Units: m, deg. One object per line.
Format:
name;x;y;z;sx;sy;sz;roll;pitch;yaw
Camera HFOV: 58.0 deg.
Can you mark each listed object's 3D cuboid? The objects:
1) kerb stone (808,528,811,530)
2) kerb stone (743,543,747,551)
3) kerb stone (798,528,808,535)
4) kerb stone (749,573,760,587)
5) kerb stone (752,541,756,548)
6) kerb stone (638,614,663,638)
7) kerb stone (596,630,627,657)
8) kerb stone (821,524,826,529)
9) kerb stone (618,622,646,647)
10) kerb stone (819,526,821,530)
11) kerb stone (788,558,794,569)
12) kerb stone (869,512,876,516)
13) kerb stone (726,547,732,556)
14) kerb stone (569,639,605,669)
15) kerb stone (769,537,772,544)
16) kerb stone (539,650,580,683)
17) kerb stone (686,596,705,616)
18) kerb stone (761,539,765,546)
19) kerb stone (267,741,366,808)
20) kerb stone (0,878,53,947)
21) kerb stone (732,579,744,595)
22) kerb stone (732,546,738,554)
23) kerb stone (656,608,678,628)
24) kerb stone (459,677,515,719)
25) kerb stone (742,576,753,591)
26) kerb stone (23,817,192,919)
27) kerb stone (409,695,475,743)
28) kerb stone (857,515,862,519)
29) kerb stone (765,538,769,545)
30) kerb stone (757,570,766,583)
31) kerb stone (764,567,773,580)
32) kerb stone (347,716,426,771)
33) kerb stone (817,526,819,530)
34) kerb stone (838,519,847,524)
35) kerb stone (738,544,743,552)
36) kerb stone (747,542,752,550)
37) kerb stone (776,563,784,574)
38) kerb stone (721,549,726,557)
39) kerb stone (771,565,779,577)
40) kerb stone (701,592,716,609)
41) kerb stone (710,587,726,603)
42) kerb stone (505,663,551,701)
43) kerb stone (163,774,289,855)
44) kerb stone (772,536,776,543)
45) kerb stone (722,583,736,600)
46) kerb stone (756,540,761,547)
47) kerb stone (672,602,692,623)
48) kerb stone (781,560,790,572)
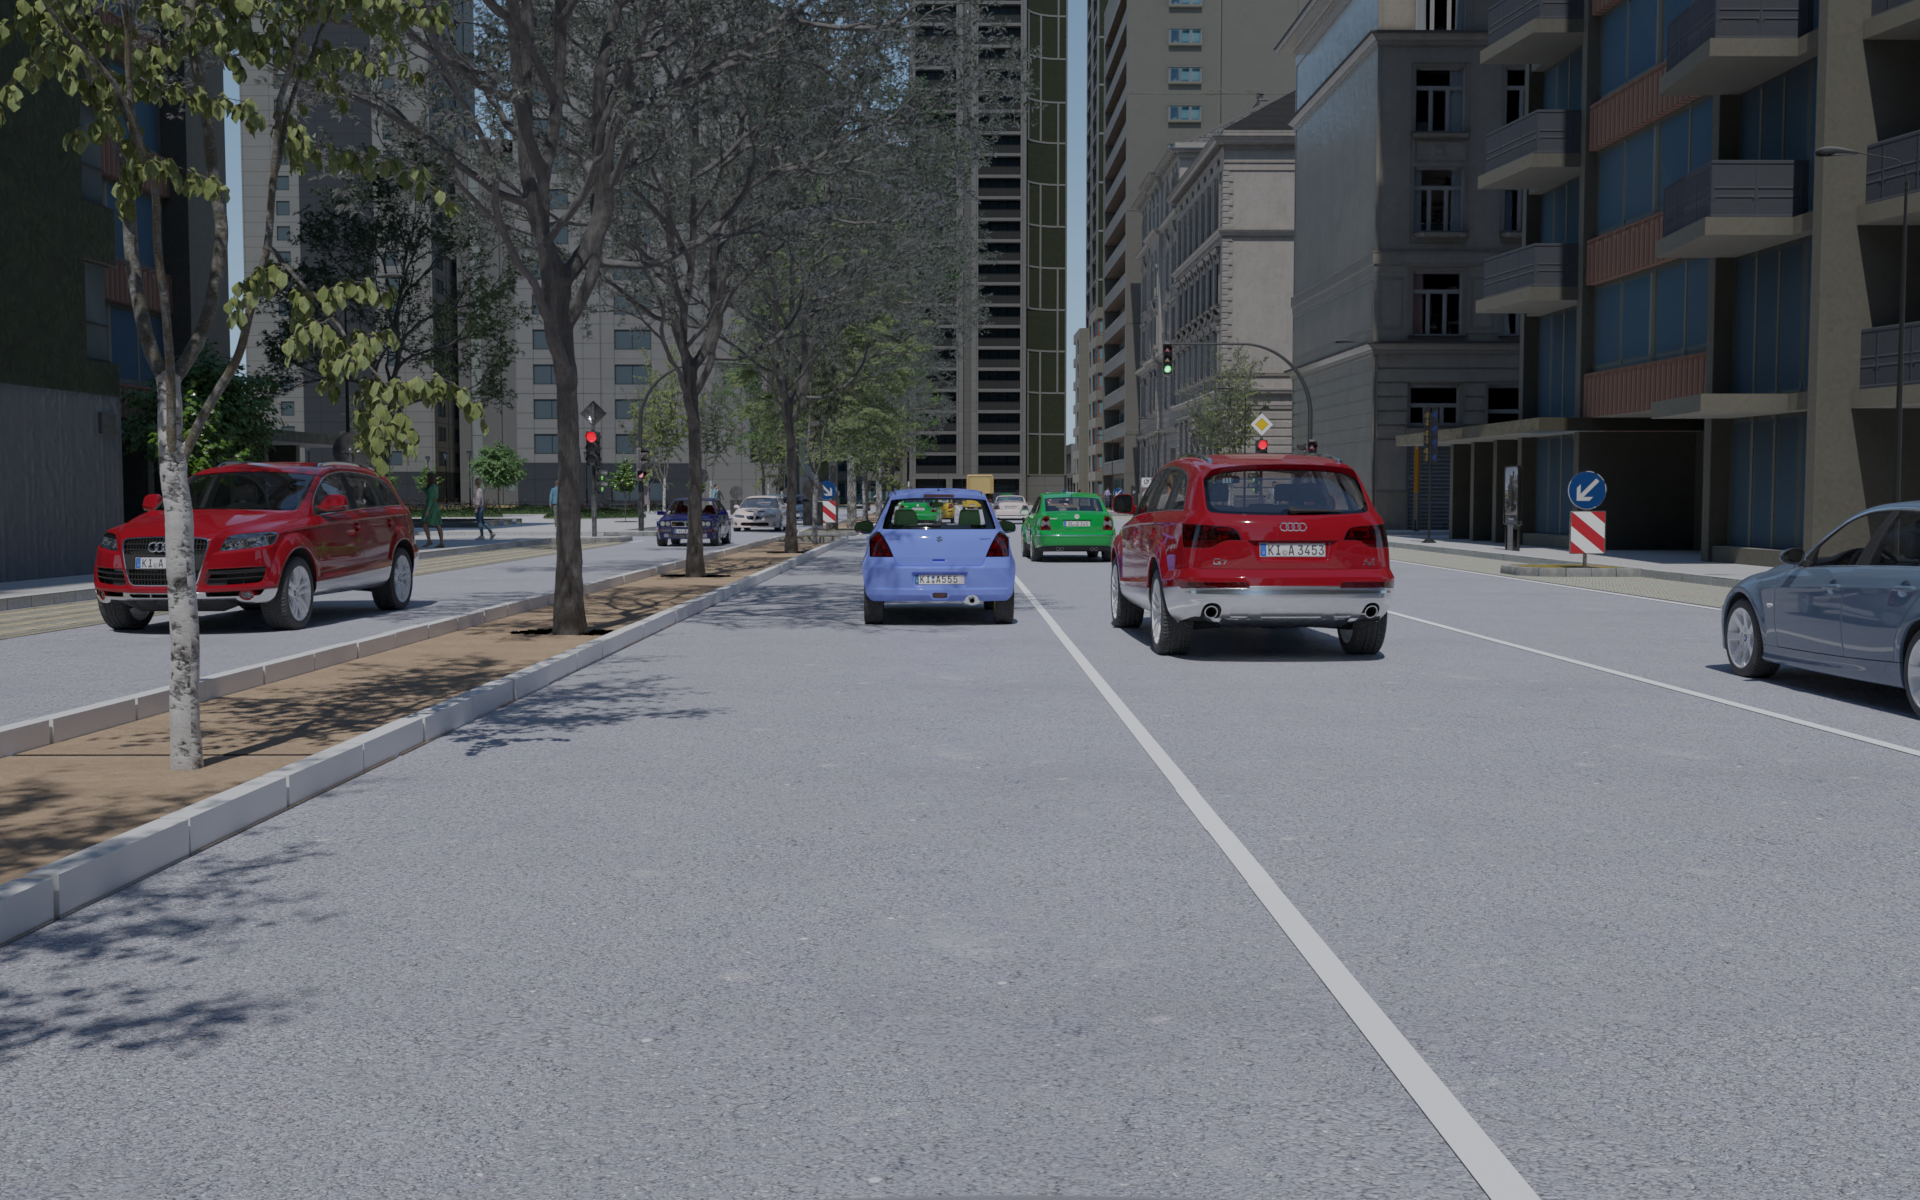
kerb stone;-5.638;-2.505;63.193;0.120;0.150;1.000;0;4;0
kerb stone;-5.481;-1.284;43.187;0.120;0.150;1.000;0;4;0
kerb stone;-5.631;-2.441;62.171;0.120;0.150;1.000;0;4;0
kerb stone;-3.258;-0.283;26.816;0.120;0.150;1.000;0;4;0
kerb stone;-5.501;-1.409;45.240;0.120;0.150;1.000;0;4;0
kerb stone;-3.190;0.282;17.611;0.120;0.150;1.000;0;4;0
kerb stone;-3.172;0.405;15.567;0.120;0.150;1.000;0;4;0
kerb stone;-5.698;-3.005;71.380;0.120;0.150;1.000;0;4;0
kerb stone;-3.185;0.343;16.589;0.120;0.150;1.000;0;4;0
kerb stone;-5.675;-2.815;68.311;0.120;0.150;1.000;0;4;0
kerb stone;-3.304;-0.658;32.958;0.120;0.150;1.000;0;4;0
kerb stone;-6.064;-5.952;119.562;0.120;0.150;1.000;0;4;0
kerb stone;-5.453;-1.092;40.120;0.120;0.150;1.000;0;4;0
kerb stone;-3.165;0.468;14.545;0.120;0.150;1.000;0;4;0
kerb stone;-5.536;-1.660;49.342;0.120;0.150;1.000;0;4;0
kerb stone;-3.157;0.533;13.520;0.120;0.150;1.000;0;4;0
kerb stone;-3.210;0.093;20.679;0.120;0.150;1.000;0;4;0
kerb stone;-5.516;-1.535;47.292;0.120;0.150;1.000;0;4;0
kerb stone;-3.122;0.844;8.398;0.120;0.150;1.000;0;4;0
kerb stone;-3.095;1.037;5.307;0.120;0.150;1.000;0;4;0
kerb stone;-3.245;-0.158;24.772;0.120;0.150;1.000;0;4;0
kerb stone;-5.459;-1.158;41.141;0.120;0.150;1.000;0;4;0
kerb stone;-3.201;0.218;18.635;0.120;0.150;1.000;0;4;0
kerb stone;-3.146;0.656;11.465;0.120;0.150;1.000;0;4;0
kerb stone;-3.242;-0.218;25.794;0.120;0.150;1.000;0;4;0
kerb stone;-3.102;0.970;6.340;0.120;0.150;1.000;0;4;0
kerb stone;-3.134;0.719;10.441;0.120;0.150;1.000;0;4;0
kerb stone;-5.936;-5.015;104.192;0.120;0.150;1.000;0;4;0
kerb stone;-5.518;-1.597;48.314;0.120;0.150;1.000;0;4;0
kerb stone;-3.264;-0.345;27.838;0.120;0.150;1.000;0;4;0
kerb stone;-3.272;-0.408;28.867;0.120;0.150;1.000;0;4;0
kerb stone;-3.133;0.781;9.419;0.120;0.150;1.000;0;4;0
kerb stone;-5.668;-2.755;67.289;0.120;0.150;1.000;0;4;0
kerb stone;-5.802;-3.887;85.752;0.120;0.150;1.000;0;4;0
kerb stone;-5.469;-1.220;42.163;0.120;0.150;1.000;0;4;0
kerb stone;-5.486;-1.347;44.214;0.120;0.150;1.000;0;4;0
kerb stone;-3.290;-0.526;30.914;0.120;0.150;1.000;0;4;0
kerb stone;-5.457;-1.030;39.098;0.120;0.150;1.000;0;4;0
kerb stone;-3.279;-0.470;29.892;0.120;0.150;1.000;0;4;0
kerb stone;-3.223;0.033;21.703;0.120;0.150;1.000;0;4;0
kerb stone;-3.232;-0.033;22.728;0.120;0.150;1.000;0;4;0
kerb stone;-3.143;0.594;12.498;0.120;0.150;1.000;0;4;0
kerb stone;-3.113;0.907;7.362;0.120;0.150;1.000;0;4;0
kerb stone;-5.534;-1.720;50.372;0.120;0.150;1.000;0;4;0
kerb stone;-3.234;-0.095;23.750;0.120;0.150;1.000;0;4;0
kerb stone;-5.503;-1.472;46.264;0.120;0.150;1.000;0;4;0
kerb stone;-3.201;0.155;19.657;0.120;0.150;1.000;0;4;0
kerb stone;-3.290;-0.596;31.936;0.120;0.150;1.000;0;4;0
